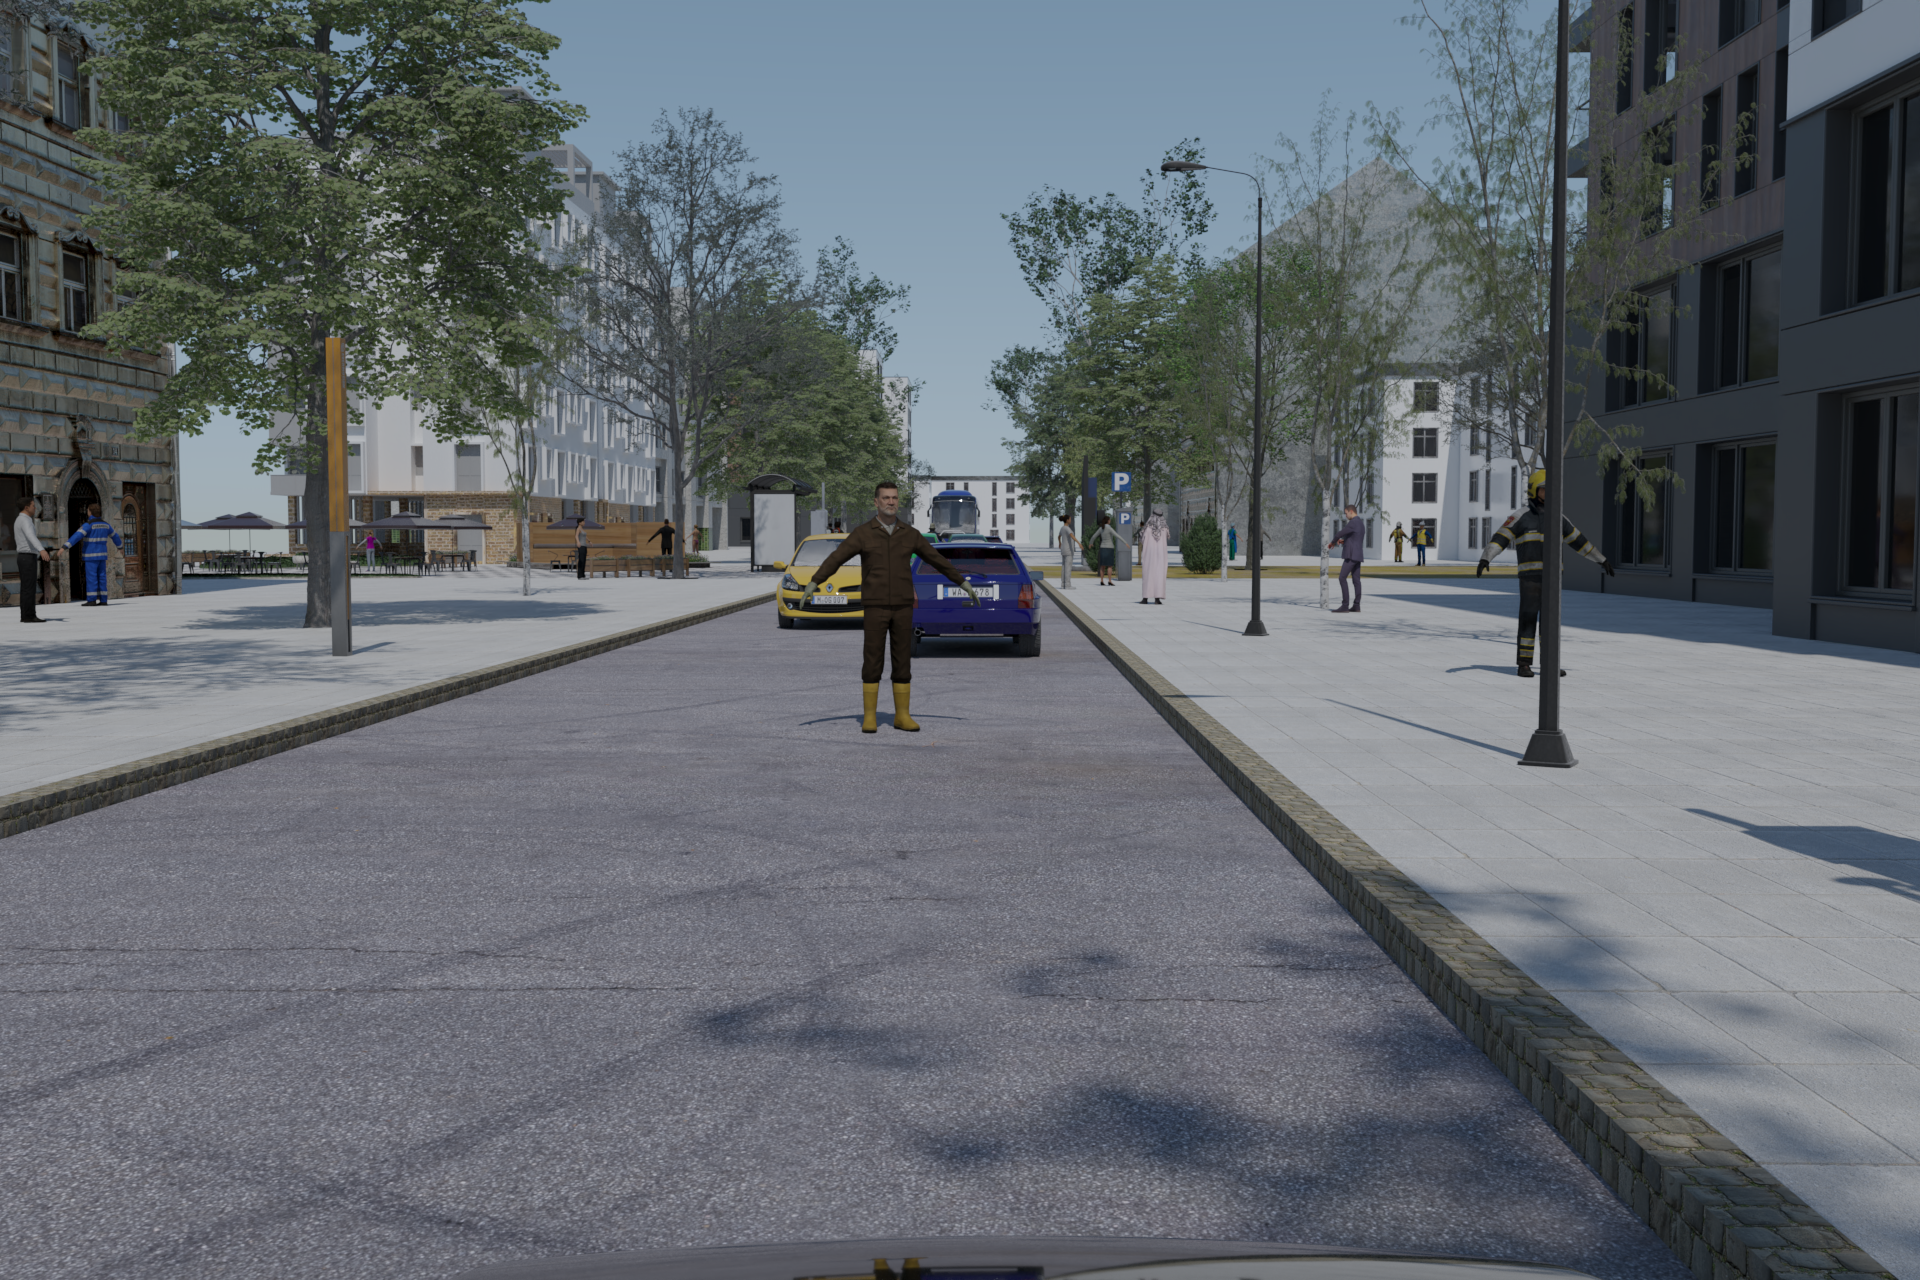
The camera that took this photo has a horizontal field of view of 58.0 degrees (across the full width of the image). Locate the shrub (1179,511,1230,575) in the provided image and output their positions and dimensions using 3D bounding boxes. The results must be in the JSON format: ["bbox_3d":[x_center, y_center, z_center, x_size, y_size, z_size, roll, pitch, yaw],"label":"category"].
[{"bbox_3d":[7.778,-3.106,55.196,1.690,2.028,1.600,0,3,0],"label":"shrub"}]

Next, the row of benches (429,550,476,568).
[{"bbox_3d":[-19.539,-3.131,66.649,1.422,0.672,4.104,0,4,1],"label":"row of benches"}]

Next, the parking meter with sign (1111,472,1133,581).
[{"bbox_3d":[4.517,-3.160,47.927,0.543,3.016,1.738,0,4,1],"label":"parking meter with sign"}]

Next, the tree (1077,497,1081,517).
[{"bbox_3d":[19.091,-18.036,245.247,4.360,8.622,3.978,0,3,0],"label":"tree"}]

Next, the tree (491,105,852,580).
[{"bbox_3d":[-7.893,-8.482,49.044,12.009,13.543,11.850,0,3,0],"label":"tree"}]

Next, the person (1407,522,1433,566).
[{"bbox_3d":[18.452,-3.850,69.405,0.721,1.772,1.216,-3,5,-41],"label":"person"}]

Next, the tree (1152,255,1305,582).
[{"bbox_3d":[7.086,-5.862,46.200,4.360,8.622,3.978,0,3,0],"label":"tree"}]

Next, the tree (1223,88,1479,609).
[{"bbox_3d":[6.054,-4.847,29.616,4.360,8.622,3.978,0,3,0],"label":"tree"}]

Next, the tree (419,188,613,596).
[{"bbox_3d":[-8.789,-5.228,35.844,4.360,8.622,3.978,0,3,0],"label":"tree"}]

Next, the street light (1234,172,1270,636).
[{"bbox_3d":[4.278,-3.007,21.704,1.470,5.913,1.316,0,4,0],"label":"street light"}]

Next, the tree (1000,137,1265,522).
[{"bbox_3d":[8.627,-13.882,82.863,12.611,20.169,13.585,0,3,0],"label":"tree"}]

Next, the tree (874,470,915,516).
[{"bbox_3d":[-6.181,-12.041,147.235,4.737,8.622,4.395,0,3,0],"label":"tree"}]

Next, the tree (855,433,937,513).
[{"bbox_3d":[-6.568,-13.543,155.842,8.767,10.594,7.601,-2,4,-25],"label":"tree"}]

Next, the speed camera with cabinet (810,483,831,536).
[{"bbox_3d":[-5.413,-4.457,67.213,0.660,3.252,2.038,0,4,2],"label":"speed camera with cabinet"}]

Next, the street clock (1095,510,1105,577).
[{"bbox_3d":[4.212,-2.889,51.807,0.358,2.002,0.471,0,3,0],"label":"street clock"}]

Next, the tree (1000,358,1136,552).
[{"bbox_3d":[7.795,-13.200,122.477,9.857,13.997,8.962,0,3,0],"label":"tree"}]

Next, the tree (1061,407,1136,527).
[{"bbox_3d":[7.696,-9.083,98.871,4.737,8.622,4.395,0,3,0],"label":"tree"}]

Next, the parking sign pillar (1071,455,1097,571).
[{"bbox_3d":[4.445,-4.372,59.947,1.447,3.967,1.447,0,4,0],"label":"parking sign pillar"}]

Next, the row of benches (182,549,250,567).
[{"bbox_3d":[-29.763,-3.275,69.004,1.422,0.672,4.104,1,4,11],"label":"row of benches"}]

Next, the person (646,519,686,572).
[{"bbox_3d":[-9.918,-3.201,58.557,1.346,1.802,0.704,-1,4,-16],"label":"person"}]

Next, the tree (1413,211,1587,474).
[{"bbox_3d":[22.250,-9.440,64.721,12.009,13.543,11.850,0,3,0],"label":"tree"}]

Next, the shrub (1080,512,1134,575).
[{"bbox_3d":[4.566,-3.023,53.846,1.690,2.028,1.600,0,3,0],"label":"shrub"}]

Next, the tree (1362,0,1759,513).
[{"bbox_3d":[6.567,-4.253,19.900,4.360,8.622,3.978,0,3,0],"label":"tree"}]

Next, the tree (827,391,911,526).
[{"bbox_3d":[-7.159,-12.992,130.540,7.486,12.596,7.792,0,3,0],"label":"tree"}]

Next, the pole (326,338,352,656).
[{"bbox_3d":[-6.498,-1.485,18.122,0.158,3.312,0.155,0,3,0],"label":"pole"}]

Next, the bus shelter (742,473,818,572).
[{"bbox_3d":[-6.234,-4.080,60.630,2.014,3.302,5.546,0,4,1],"label":"bus shelter"}]

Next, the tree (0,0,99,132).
[{"bbox_3d":[-8.984,-6.105,10.186,12.009,13.543,11.850,0,3,0],"label":"tree"}]

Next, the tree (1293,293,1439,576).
[{"bbox_3d":[11.852,-6.308,53.497,4.360,8.622,3.978,0,3,0],"label":"tree"}]

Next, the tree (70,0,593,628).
[{"bbox_3d":[-8.644,-6.470,23.915,7.486,12.596,7.792,0,3,0],"label":"tree"}]

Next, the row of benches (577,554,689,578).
[{"bbox_3d":[-9.677,-2.225,51.835,1.422,0.672,4.104,3,4,36],"label":"row of benches"}]

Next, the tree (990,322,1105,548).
[{"bbox_3d":[9.351,-18.188,153.269,12.611,20.169,13.585,0,3,0],"label":"tree"}]

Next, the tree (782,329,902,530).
[{"bbox_3d":[-6.894,-10.911,96.516,7.486,12.596,7.792,0,3,0],"label":"tree"}]

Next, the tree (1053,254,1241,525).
[{"bbox_3d":[7.640,-9.302,70.221,7.486,12.596,7.792,0,3,0],"label":"tree"}]

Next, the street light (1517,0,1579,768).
[{"bbox_3d":[3.820,-2.258,9.461,1.470,5.913,1.316,0,4,1],"label":"street light"}]

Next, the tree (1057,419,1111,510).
[{"bbox_3d":[8.233,-9.809,110.733,4.737,8.622,4.395,0,3,0],"label":"tree"}]

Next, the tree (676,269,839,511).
[{"bbox_3d":[-8.737,-9.538,74.066,7.486,12.596,7.792,0,3,0],"label":"tree"}]

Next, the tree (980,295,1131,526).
[{"bbox_3d":[7.922,-17.345,139.477,12.611,20.169,13.585,0,3,0],"label":"tree"}]

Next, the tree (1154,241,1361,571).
[{"bbox_3d":[10.444,-8.266,60.900,9.928,11.665,9.643,0,3,0],"label":"tree"}]

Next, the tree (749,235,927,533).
[{"bbox_3d":[-8.472,-15.711,112.761,12.611,20.169,13.585,0,3,0],"label":"tree"}]

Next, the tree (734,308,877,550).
[{"bbox_3d":[-7.736,-10.269,86.017,7.486,12.596,7.792,0,3,0],"label":"tree"}]
